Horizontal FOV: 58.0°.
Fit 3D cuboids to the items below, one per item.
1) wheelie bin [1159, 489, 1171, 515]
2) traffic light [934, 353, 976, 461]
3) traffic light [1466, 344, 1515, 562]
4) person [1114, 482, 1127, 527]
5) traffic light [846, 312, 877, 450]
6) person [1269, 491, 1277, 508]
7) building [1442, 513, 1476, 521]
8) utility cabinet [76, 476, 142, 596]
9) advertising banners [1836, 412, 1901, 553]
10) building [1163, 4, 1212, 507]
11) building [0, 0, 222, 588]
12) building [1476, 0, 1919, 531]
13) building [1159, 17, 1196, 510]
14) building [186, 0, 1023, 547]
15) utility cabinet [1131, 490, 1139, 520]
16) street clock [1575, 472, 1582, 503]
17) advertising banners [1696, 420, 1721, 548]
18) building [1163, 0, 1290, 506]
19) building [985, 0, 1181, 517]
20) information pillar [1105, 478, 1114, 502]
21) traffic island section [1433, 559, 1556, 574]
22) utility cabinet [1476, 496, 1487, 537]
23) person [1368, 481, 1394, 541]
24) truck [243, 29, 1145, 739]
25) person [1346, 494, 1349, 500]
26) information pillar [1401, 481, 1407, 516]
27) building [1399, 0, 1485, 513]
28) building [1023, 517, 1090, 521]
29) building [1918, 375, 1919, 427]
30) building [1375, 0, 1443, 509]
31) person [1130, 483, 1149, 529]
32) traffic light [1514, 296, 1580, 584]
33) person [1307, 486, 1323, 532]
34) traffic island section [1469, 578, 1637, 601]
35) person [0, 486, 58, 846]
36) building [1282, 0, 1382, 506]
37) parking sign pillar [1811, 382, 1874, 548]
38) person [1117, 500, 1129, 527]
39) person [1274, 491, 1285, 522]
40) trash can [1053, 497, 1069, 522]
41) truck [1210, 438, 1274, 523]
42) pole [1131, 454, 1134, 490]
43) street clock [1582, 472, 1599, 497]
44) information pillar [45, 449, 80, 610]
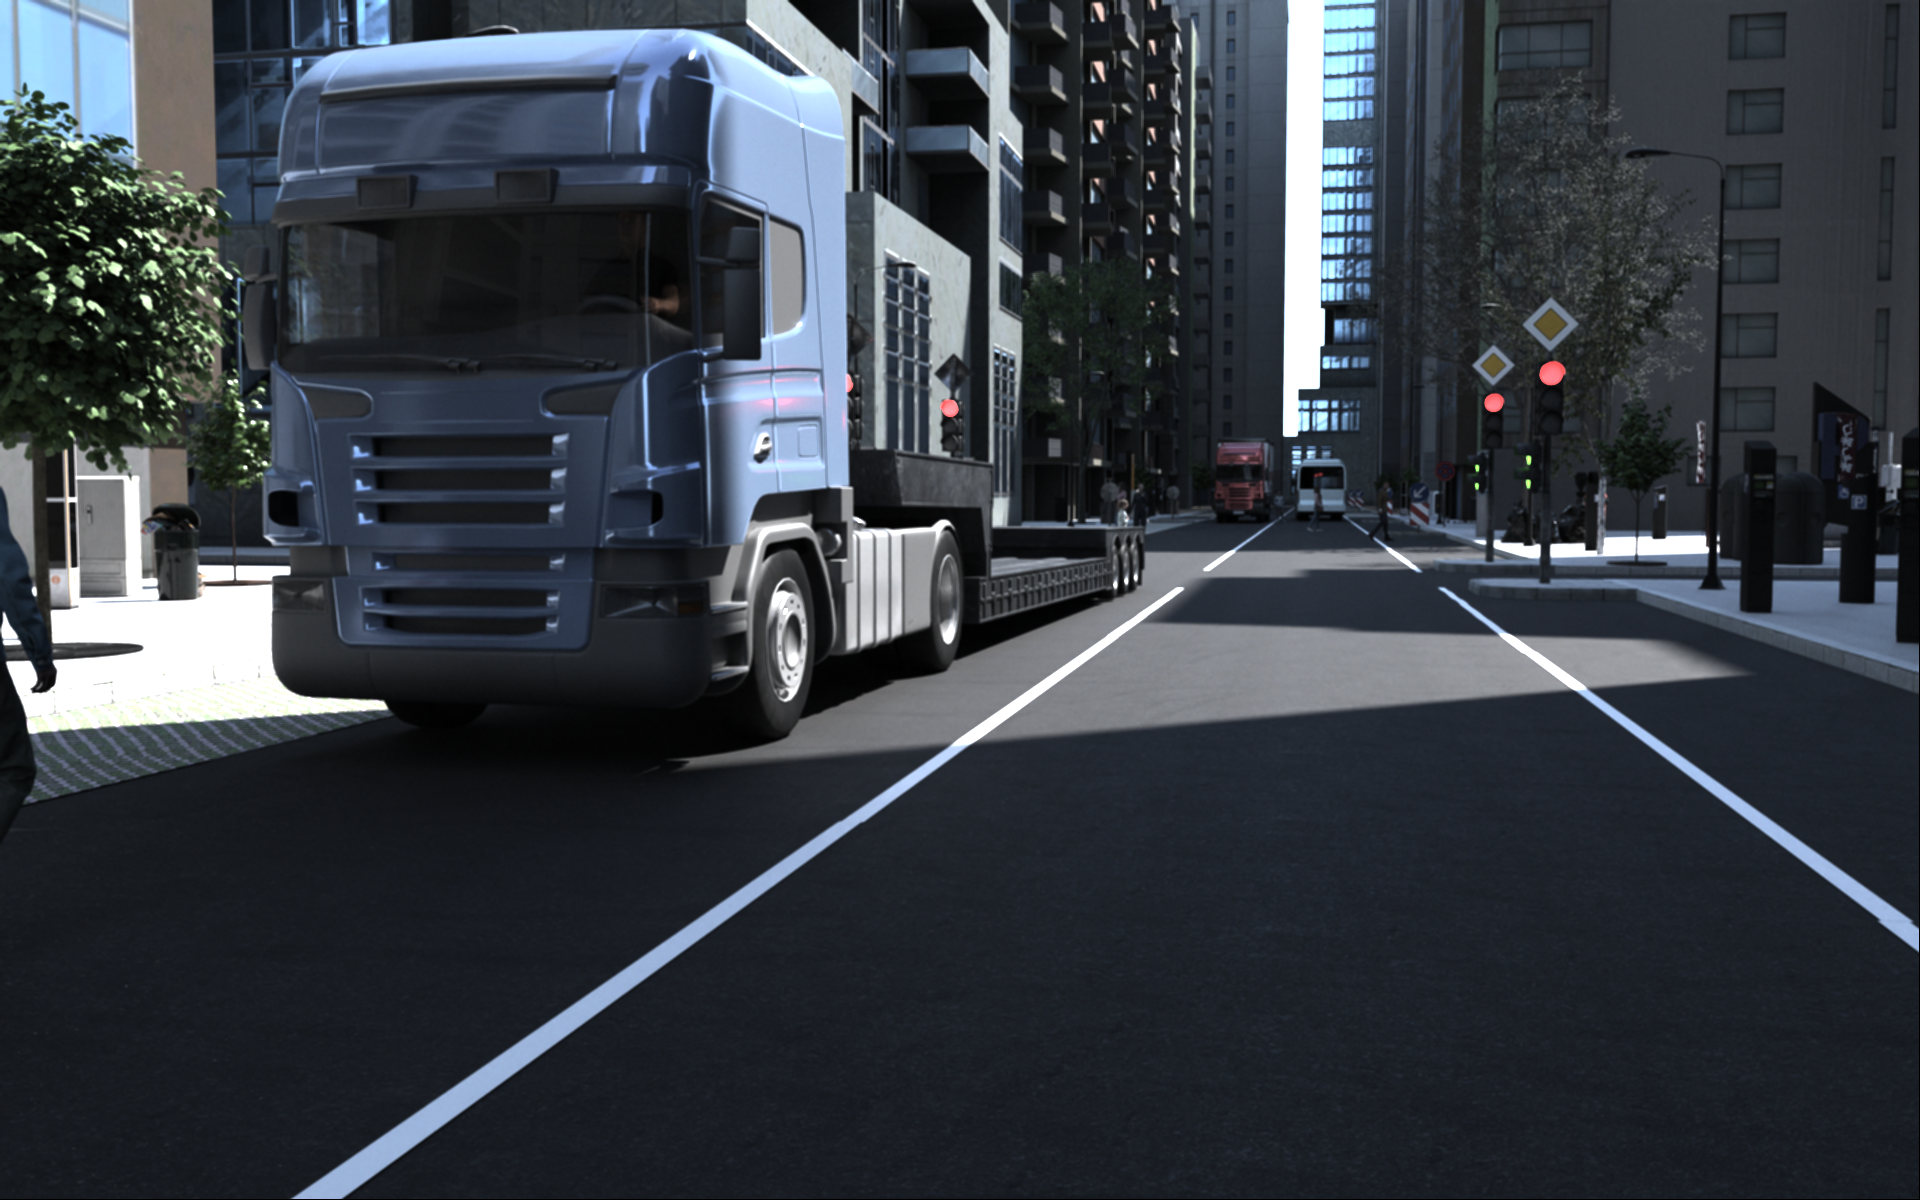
[{"bbox_3d":[12.870,-6.166,108.715,0.693,1.594,0.980,1,4,22],"label":"wheelie bin"},{"bbox_3d":[-0.123,-2.796,34.641,0.839,4.253,0.868,1,4,12],"label":"traffic light"},{"bbox_3d":[9.983,-2.672,32.600,0.839,4.253,0.868,1,4,12],"label":"traffic light"},{"bbox_3d":[5.292,-2.976,57.165,0.388,1.821,0.555,-2,4,-24],"label":"person"},{"bbox_3d":[-1.722,-2.318,26.817,0.839,4.253,0.868,1,4,12],"label":"traffic light"},{"bbox_3d":[31.345,-10.004,172.854,0.721,1.735,1.217,-3,4,-36],"label":"person"},{"bbox_3d":[31.806,-26.714,86.879,14.600,45.320,14.200,1,4,12],"label":"building"},{"bbox_3d":[-10.884,-0.796,21.687,1.173,1.500,0.318,1,4,11],"label":"utility cabinet"},{"bbox_3d":[19.732,-2.513,37.268,2.074,3.025,0.090,-1,4,-9],"label":"advertising banners"},{"bbox_3d":[9.432,-33.860,173.213,30.456,49.044,23.786,1,4,12],"label":"building"},{"bbox_3d":[-19.883,-22.658,20.571,14.200,45.320,14.600,1,4,12],"label":"building"},{"bbox_3d":[26.996,-23.354,65.426,14.154,41.232,14.086,1,4,12],"label":"building"},{"bbox_3d":[12.167,-28.264,145.713,14.154,41.232,14.086,1,4,12],"label":"building"},{"bbox_3d":[-9.654,-45.217,51.966,22.319,86.520,31.000,1,4,12],"label":"building"},{"bbox_3d":[8.769,-4.753,86.389,0.318,1.500,1.173,1,4,17],"label":"utility cabinet"},{"bbox_3d":[20.642,-3.244,57.603,0.358,2.002,0.471,0,4,-2],"label":"street clock"},{"bbox_3d":[18.158,-2.789,41.784,2.074,3.025,0.090,-3,5,-44],"label":"advertising banners"},{"bbox_3d":[23.872,-40.415,202.778,28.212,58.520,21.231,1,4,12],"label":"building"},{"bbox_3d":[4.185,-28.791,125.352,22.147,44.769,28.867,1,4,12],"label":"building"},{"bbox_3d":[6.956,-4.654,80.587,0.304,2.012,0.304,3,4,36],"label":"information pillar"},{"bbox_3d":[10.021,-0.638,32.706,2.009,0.180,2.903,1,4,12],"label":"traffic island section"},{"bbox_3d":[15.665,-2.502,52.066,0.306,1.237,1.020,1,4,18],"label":"utility cabinet"},{"bbox_3d":[12.992,-2.746,53.303,0.836,1.842,0.656,0,4,-2],"label":"person"},{"bbox_3d":[-0.547,-1.675,17.144,2.967,4.110,18.799,1,4,13],"label":"truck"},{"bbox_3d":[33.409,-8.707,150.861,1.348,1.823,0.705,-2,4,-34],"label":"person"},{"bbox_3d":[25.854,-5.892,100.833,0.304,2.012,0.304,2,4,25],"label":"information pillar"},{"bbox_3d":[43.971,-30.102,142.280,14.600,45.320,14.200,1,4,12],"label":"building"},{"bbox_3d":[-2.058,-26.913,94.656,22.147,44.769,28.867,1,4,12],"label":"building"},{"bbox_3d":[97.057,-30.714,156.796,28.867,44.769,22.147,1,4,12],"label":"building"},{"bbox_3d":[50.144,-37.952,162.508,21.231,58.520,28.212,1,4,12],"label":"building"},{"bbox_3d":[5.701,-2.818,54.988,0.576,1.772,0.534,0,4,-3],"label":"person"},{"bbox_3d":[8.385,-2.193,24.776,0.839,4.253,0.868,1,4,12],"label":"traffic light"},{"bbox_3d":[13.575,-3.489,66.130,0.643,1.750,0.593,0,4,3],"label":"person"},{"bbox_3d":[8.422,-0.159,24.882,2.009,0.180,2.903,1,4,12],"label":"traffic island section"},{"bbox_3d":[-3.099,0.219,5.258,0.601,1.785,0.444,1,4,13],"label":"person"},{"bbox_3d":[53.045,-54.076,196.819,31.000,86.520,22.319,1,4,12],"label":"building"},{"bbox_3d":[21.168,-3.247,41.560,1.447,3.967,1.447,0,4,3],"label":"parking sign pillar"},{"bbox_3d":[3.808,-1.681,40.268,0.394,1.301,0.425,-2,4,-24],"label":"person"},{"bbox_3d":[16.534,-4.855,89.693,0.589,1.601,0.330,0,4,2],"label":"person"},{"bbox_3d":[4.632,-4.134,79.251,0.748,1.137,0.748,0,3,0],"label":"trash can"},{"bbox_3d":[14.687,-6.141,89.323,2.839,4.237,11.283,1,4,12],"label":"truck"},{"bbox_3d":[8.736,-5.732,87.566,0.158,3.312,0.155,0,3,0],"label":"pole"},{"bbox_3d":[20.461,-3.143,55.965,0.358,2.002,0.471,0,4,-3],"label":"street clock"},{"bbox_3d":[-9.997,-0.900,19.209,0.304,2.012,0.304,-1,4,-8],"label":"information pillar"}]
